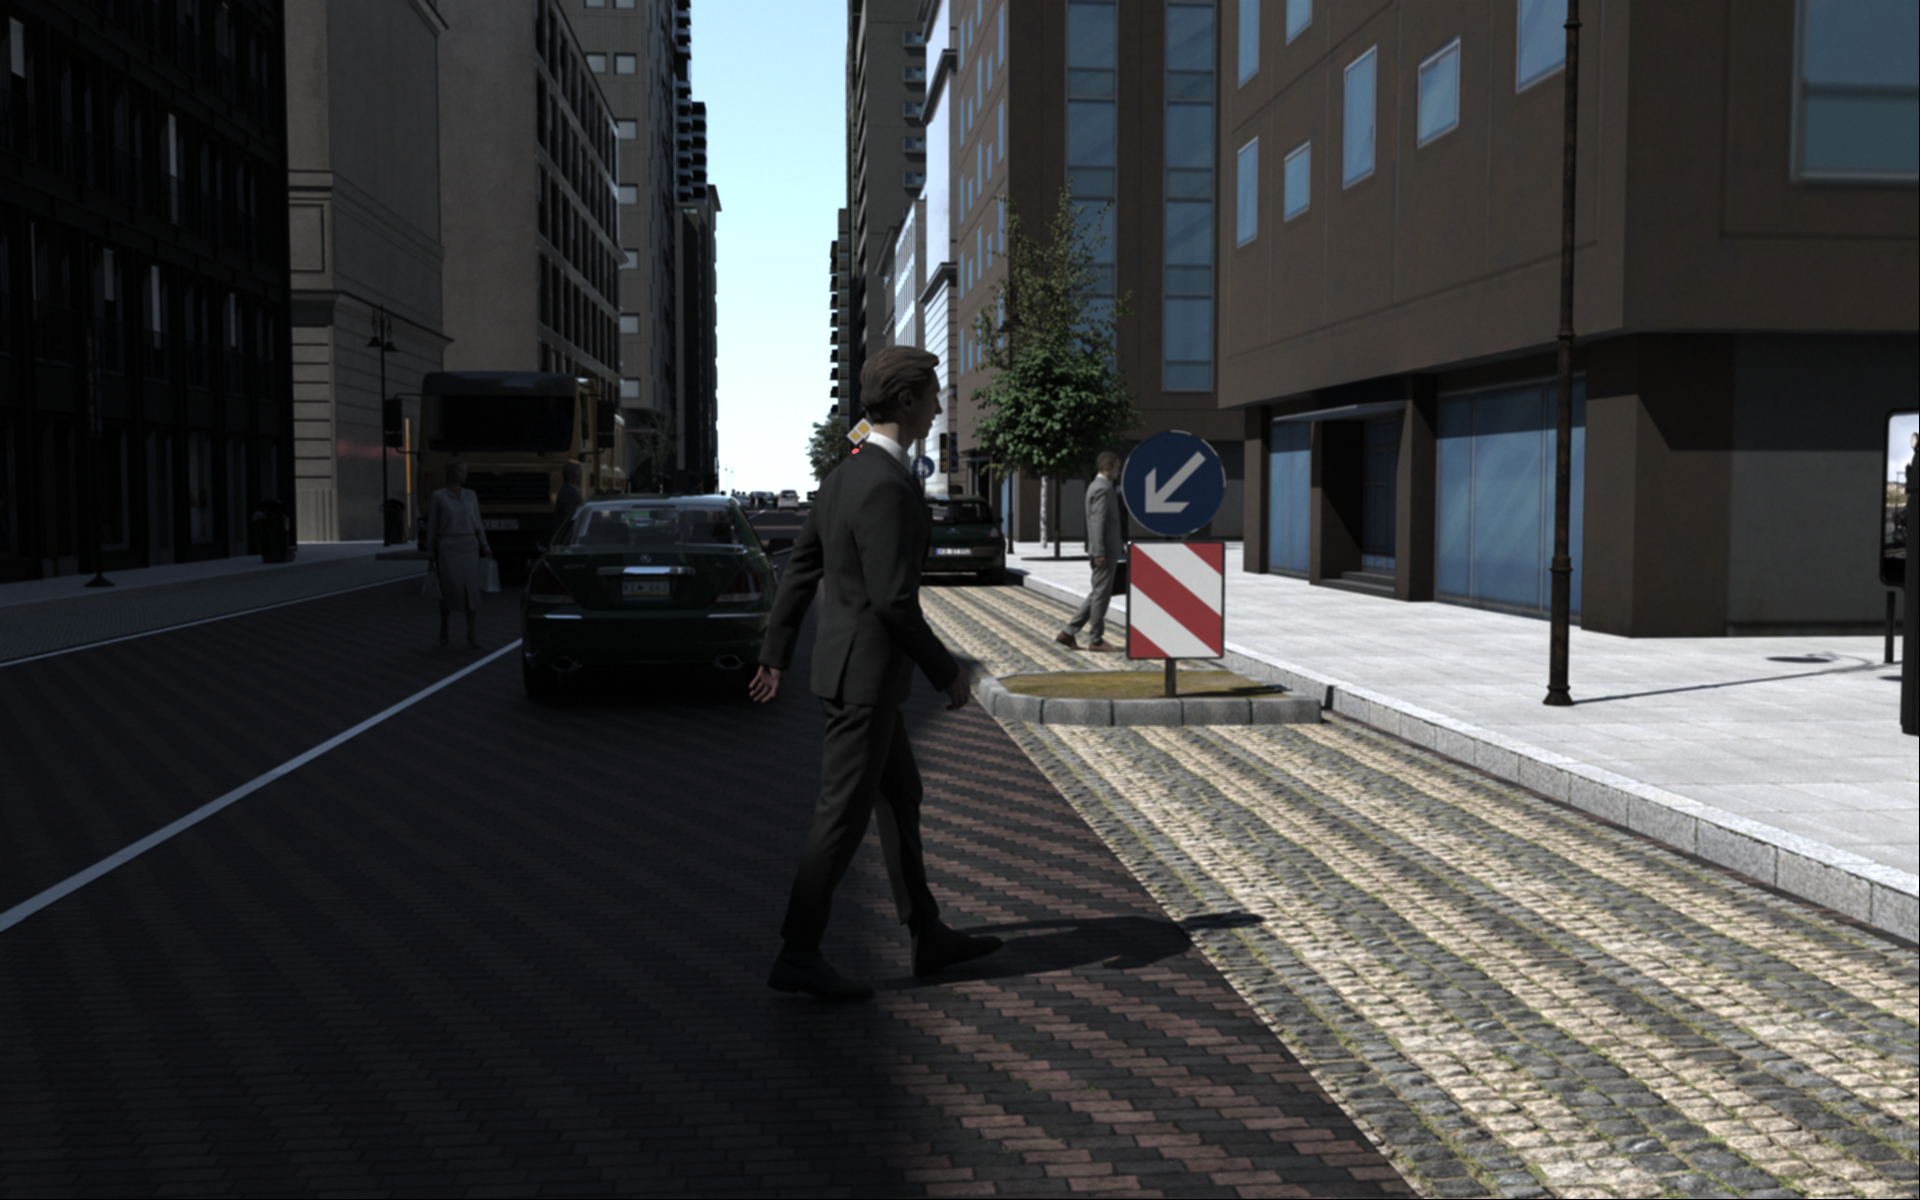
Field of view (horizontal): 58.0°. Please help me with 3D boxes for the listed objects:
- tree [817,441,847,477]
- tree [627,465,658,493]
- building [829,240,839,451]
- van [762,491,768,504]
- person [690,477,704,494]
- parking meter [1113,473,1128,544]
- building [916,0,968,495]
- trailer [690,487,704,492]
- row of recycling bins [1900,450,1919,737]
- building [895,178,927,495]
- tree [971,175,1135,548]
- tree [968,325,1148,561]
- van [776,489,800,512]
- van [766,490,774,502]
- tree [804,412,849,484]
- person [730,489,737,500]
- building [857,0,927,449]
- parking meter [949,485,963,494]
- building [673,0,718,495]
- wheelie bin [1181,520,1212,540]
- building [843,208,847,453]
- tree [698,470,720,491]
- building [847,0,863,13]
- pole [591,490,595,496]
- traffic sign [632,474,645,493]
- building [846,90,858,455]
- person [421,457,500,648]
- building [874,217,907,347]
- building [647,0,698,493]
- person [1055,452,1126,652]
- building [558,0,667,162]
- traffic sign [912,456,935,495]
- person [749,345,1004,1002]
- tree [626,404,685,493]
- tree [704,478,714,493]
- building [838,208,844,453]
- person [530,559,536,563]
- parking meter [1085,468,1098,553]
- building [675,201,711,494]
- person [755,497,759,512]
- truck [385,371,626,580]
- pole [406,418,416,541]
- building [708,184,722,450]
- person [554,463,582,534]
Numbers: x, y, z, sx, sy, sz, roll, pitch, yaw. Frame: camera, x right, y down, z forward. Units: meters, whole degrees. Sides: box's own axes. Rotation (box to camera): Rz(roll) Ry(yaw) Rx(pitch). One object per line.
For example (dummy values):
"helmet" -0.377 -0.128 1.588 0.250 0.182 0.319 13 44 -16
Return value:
"tree" -16.905 -17.219 231.896 4.360 8.622 3.978 0 3 0
"tree" -21.382 -7.371 115.122 1.663 3.219 1.824 0 3 0
"building" -10.832 -38.982 291.972 22.147 44.769 28.867 0 4 -5
"van" -27.801 -14.372 241.994 2.013 2.044 4.112 0 4 -5
"person" -6.327 -2.086 42.418 0.447 1.846 0.655 1 4 14
"parking meter" 4.145 -2.377 44.568 0.399 1.863 0.255 1 4 23
"building" 8.501 -17.954 79.456 20.117 28.700 13.634 0 4 -5
"trailer" -20.239 -7.709 133.088 1.471 1.999 3.904 0 4 -6
"row of recycling bins" 6.810 -0.132 9.276 3.534 1.692 1.069 -1 4 -10
"building" 2.014 -14.908 98.491 10.420 20.320 16.860 0 4 -5
"tree" 2.018 -5.535 40.867 4.737 8.622 4.395 0 3 0
"tree" 1.961 -3.050 33.577 4.285 4.588 4.351 0 3 0
"van" -14.158 -8.295 142.642 2.013 2.044 4.112 0 4 -7
"van" -30.811 -16.706 280.158 2.013 2.044 4.112 0 4 -6
"tree" -17.652 -19.600 238.589 7.486 12.596 7.792 0 3 0
"person" -16.675 -7.277 127.698 0.478 1.798 0.641 2 4 30
"building" 1.473 -32.905 161.700 21.300 48.544 21.600 0 4 -5
"parking meter" -0.106 -2.308 46.140 0.372 1.533 0.369 0 3 0
"building" -47.141 -57.712 256.255 22.319 86.520 31.000 0 4 -5
"wheelie bin" 5.465 -1.981 40.296 0.980 1.594 0.693 -1 4 -13
"building" -5.482 -31.205 193.793 14.154 41.232 14.086 0 4 -5
"tree" -32.364 -14.548 221.570 4.285 4.588 4.351 0 3 0
"building" -5.299 -47.252 210.828 20.563 71.187 20.611 0 4 -5
"pole" -18.530 -5.723 87.407 0.158 3.312 0.155 0 3 0
"traffic sign" -19.993 -6.579 107.667 0.768 2.556 0.104 0 4 -5
"building" -4.190 -30.317 179.273 14.154 41.232 14.086 0 4 -5
"person" -4.704 -0.455 16.290 0.694 1.780 0.624 -1 4 -20
"building" -0.964 -16.883 126.941 10.553 20.767 40.483 0 4 -5
"building" -38.291 -45.442 181.227 20.563 71.187 20.611 0 4 -5
"person" 1.301 -0.429 15.634 0.853 1.813 0.709 0 4 -4
"building" -40.872 -34.752 157.426 28.713 52.752 27.495 0 4 -5
"traffic sign" -1.213 -3.503 57.385 0.768 2.556 0.104 0 4 4
"person" -0.197 0.200 5.000 0.755 1.850 0.659 -1 4 -17
"tree" -23.980 -11.450 137.573 4.360 8.622 3.978 0 3 0
"tree" -30.106 -13.143 209.487 1.663 3.219 1.824 0 3 0
"building" -10.594 -34.637 249.902 14.154 41.232 14.086 0 4 -5
"person" -9.004 -1.642 35.768 0.576 1.772 0.534 0 4 -3
"parking meter" 2.910 -1.976 38.012 0.255 1.863 0.399 1 4 22
"building" -41.459 -33.754 235.473 14.154 41.232 14.086 0 4 -5
"person" -16.070 -7.575 137.373 0.382 1.210 0.505 -2 4 -24
"truck" -7.521 -2.110 30.421 3.469 3.379 9.791 0 4 -7
"pole" -14.849 -3.241 46.833 0.158 3.312 0.155 0 3 0
"building" -54.033 -42.613 285.954 28.713 52.752 27.495 0 4 -5
"person" -4.236 -0.628 19.162 0.834 1.777 0.661 -2 4 -28
